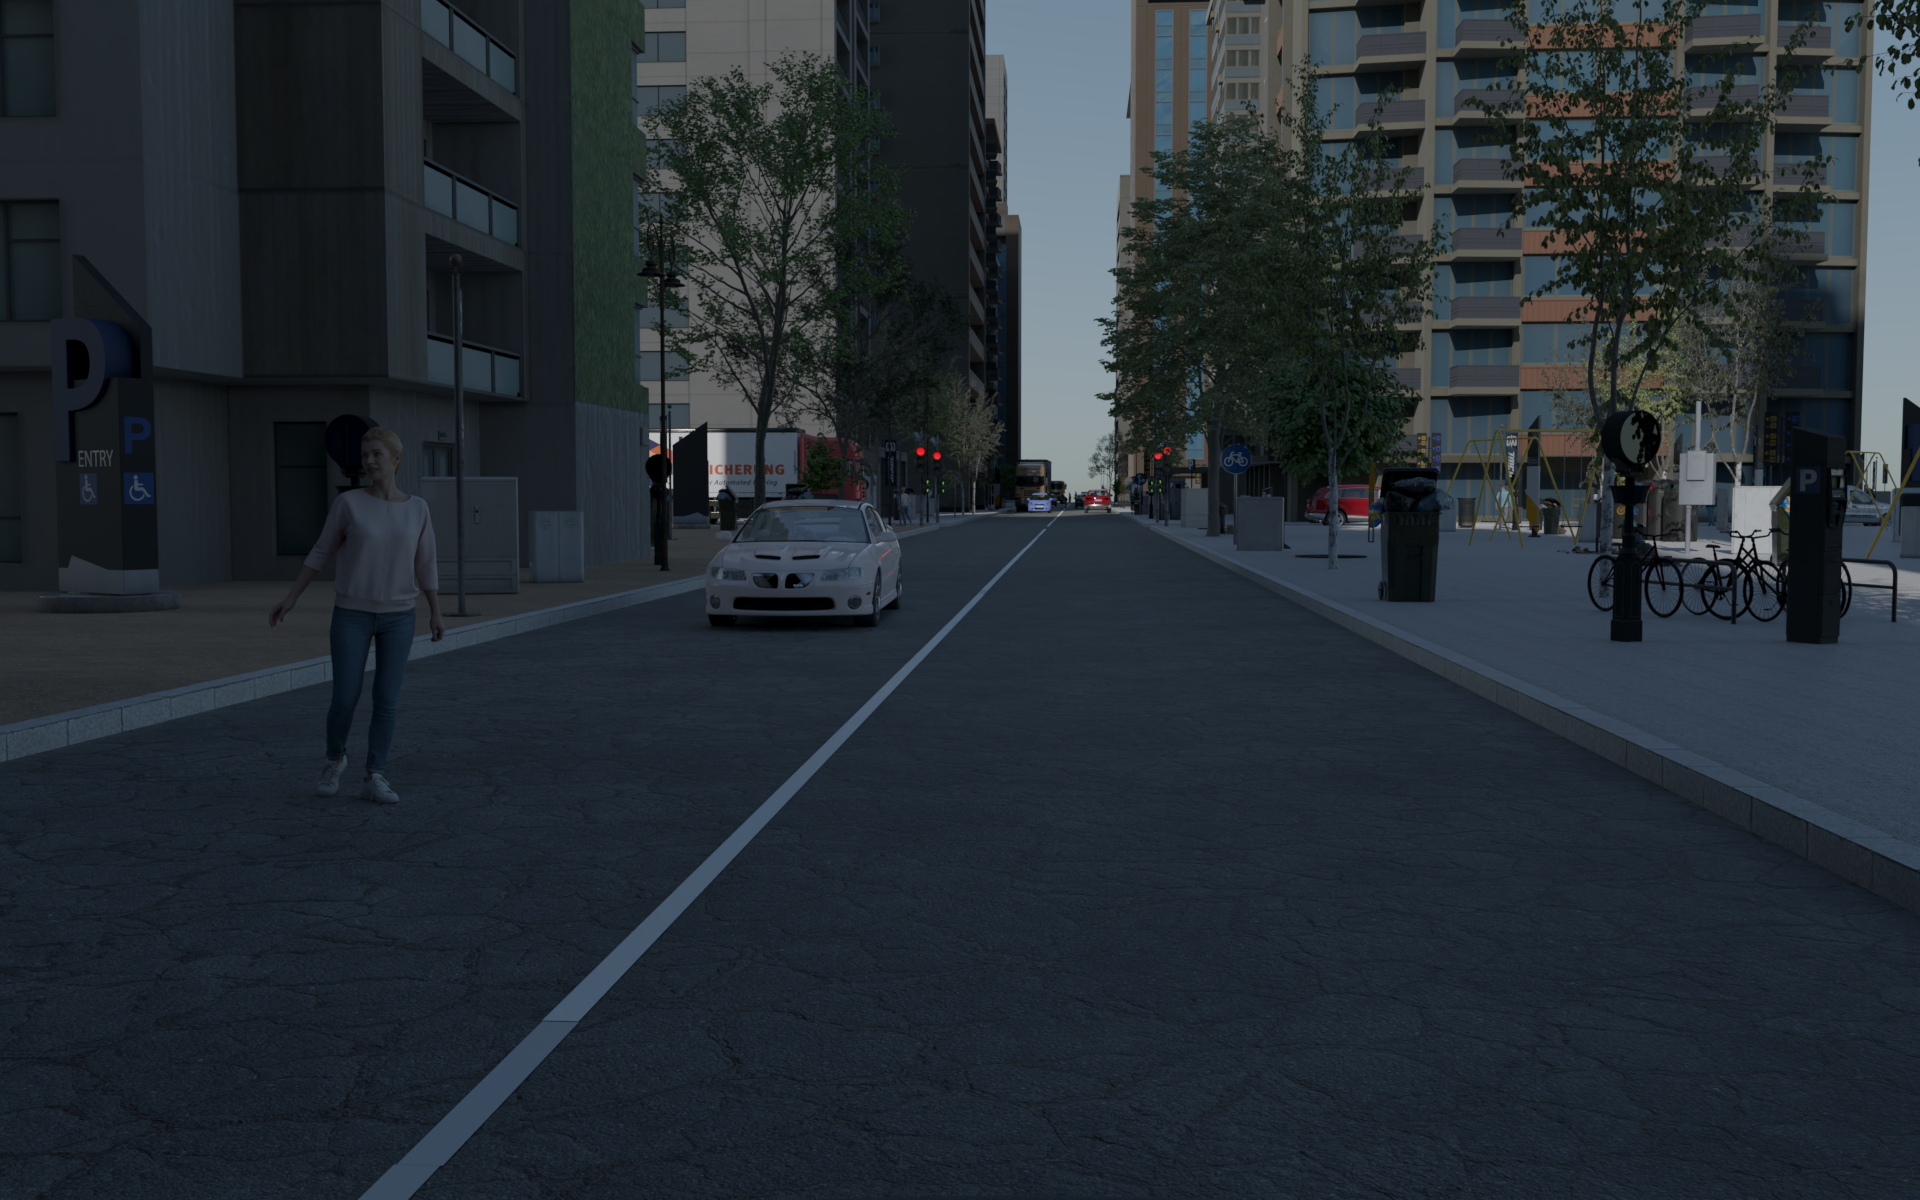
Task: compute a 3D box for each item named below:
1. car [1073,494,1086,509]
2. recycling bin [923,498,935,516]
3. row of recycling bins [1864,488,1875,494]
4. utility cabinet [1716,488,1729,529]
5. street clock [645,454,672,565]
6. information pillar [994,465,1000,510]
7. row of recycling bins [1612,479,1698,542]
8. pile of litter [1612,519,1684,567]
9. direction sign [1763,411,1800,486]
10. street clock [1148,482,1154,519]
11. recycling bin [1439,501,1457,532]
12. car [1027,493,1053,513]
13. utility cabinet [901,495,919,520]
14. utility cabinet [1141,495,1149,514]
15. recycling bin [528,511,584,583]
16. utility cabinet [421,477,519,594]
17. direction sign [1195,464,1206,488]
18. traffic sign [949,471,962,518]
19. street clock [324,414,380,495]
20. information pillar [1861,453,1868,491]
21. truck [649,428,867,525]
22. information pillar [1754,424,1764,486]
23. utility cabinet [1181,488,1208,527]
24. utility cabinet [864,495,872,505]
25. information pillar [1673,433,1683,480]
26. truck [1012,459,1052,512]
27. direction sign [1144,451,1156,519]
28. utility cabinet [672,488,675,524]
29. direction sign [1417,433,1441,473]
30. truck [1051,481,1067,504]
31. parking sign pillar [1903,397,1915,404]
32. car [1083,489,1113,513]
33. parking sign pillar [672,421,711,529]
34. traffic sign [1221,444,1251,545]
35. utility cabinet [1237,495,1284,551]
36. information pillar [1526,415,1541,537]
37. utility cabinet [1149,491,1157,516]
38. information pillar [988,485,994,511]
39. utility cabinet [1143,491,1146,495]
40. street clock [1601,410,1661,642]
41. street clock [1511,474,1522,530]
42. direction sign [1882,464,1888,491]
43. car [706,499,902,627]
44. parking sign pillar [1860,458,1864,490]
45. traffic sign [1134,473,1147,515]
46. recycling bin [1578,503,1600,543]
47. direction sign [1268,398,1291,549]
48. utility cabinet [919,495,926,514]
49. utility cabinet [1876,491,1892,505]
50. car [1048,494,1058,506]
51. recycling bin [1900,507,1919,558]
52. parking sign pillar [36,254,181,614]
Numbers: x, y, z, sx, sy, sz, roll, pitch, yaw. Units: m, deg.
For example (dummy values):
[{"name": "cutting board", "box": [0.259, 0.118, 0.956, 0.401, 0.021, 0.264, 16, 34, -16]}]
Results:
[{"name": "car", "box": [12.270, -9.754, 171.272, 2.131, 1.459, 4.920, 0, 4, 4]}, {"name": "recycling bin", "box": [-1.907, -5.385, 100.595, 0.722, 1.027, 0.722, -1, 4, -18]}, {"name": "row of recycling bins", "box": [62.855, -7.087, 122.984, 3.534, 1.692, 1.069, 2, 4, 25]}, {"name": "utility cabinet", "box": [27.435, -3.279, 62.293, 0.318, 1.500, 1.173, 2, 4, 28]}, {"name": "street clock", "box": [-5.427, -1.631, 31.230, 0.471, 2.002, 0.358, -1, 4, -12]}, {"name": "information pillar", "box": [3.010, -9.130, 140.622, 0.504, 3.616, 0.183, 3, 5, 45]}, {"name": "row of recycling bins", "box": [19.300, -2.506, 48.080, 1.069, 1.692, 3.534, 0, 4, -8]}, {"name": "pile of litter", "box": [12.351, -1.062, 31.329, 1.176, 0.858, 1.719, 0, 4, -6]}, {"name": "direction sign", "box": [22.584, -3.406, 47.685, 0.876, 3.537, 0.379, 2, 4, 28]}, {"name": "street clock", "box": [9.925, -5.218, 89.890, 0.358, 2.002, 0.471, 2, 4, 26]}, {"name": "recycling bin", "box": [16.551, -2.859, 59.297, 0.722, 1.027, 0.722, 0, 4, 1]}, {"name": "car", "box": [6.013, -7.387, 130.370, 1.945, 1.707, 3.694, 0, 4, 4]}, {"name": "utility cabinet", "box": [-2.619, -4.613, 86.584, 0.306, 1.237, 1.020, -3, 4, -37]}, {"name": "utility cabinet", "box": [11.547, -5.982, 108.973, 1.020, 1.237, 0.306, -2, 4, -28]}, {"name": "recycling bin", "box": [-5.894, -0.778, 25.272, 0.722, 1.027, 0.722, -1, 4, -19]}, {"name": "utility cabinet", "box": [-6.260, -0.824, 22.150, 1.173, 1.500, 0.318, -1, 4, -11]}, {"name": "direction sign", "box": [18.325, -8.553, 131.830, 0.876, 3.537, 0.379, 2, 4, 29]}, {"name": "traffic sign", "box": [-0.278, -5.783, 94.661, 0.768, 2.556, 0.104, 0, 4, 5]}, {"name": "street clock", "box": [-5.522, -0.689, 15.837, 0.471, 2.002, 0.358, 1, 4, 9]}, {"name": "information pillar", "box": [49.542, -6.361, 95.364, 0.504, 3.616, 0.183, 0, 4, -7]}, {"name": "truck", "box": [-9.039, -5.223, 74.311, 11.283, 4.237, 2.839, 0, 4, 3]}, {"name": "information pillar", "box": [26.946, -4.103, 58.440, 0.504, 3.616, 0.183, -3, 5, -44]}, {"name": "utility cabinet", "box": [9.061, -3.550, 66.719, 1.173, 1.500, 0.318, -2, 4, -30]}, {"name": "utility cabinet", "box": [-4.937, -4.663, 87.395, 1.020, 1.237, 0.306, -3, 4, -37]}, {"name": "information pillar", "box": [27.673, -4.614, 66.786, 0.183, 3.616, 0.504, -1, 4, -8]}, {"name": "truck", "box": [6.005, -9.347, 141.733, 2.839, 4.237, 11.283, 0, 4, 6]}, {"name": "direction sign", "box": [10.034, -6.030, 90.579, 0.876, 3.537, 0.379, -1, 4, -10]}, {"name": "utility cabinet", "box": [-10.925, -3.633, 68.075, 0.318, 1.500, 1.173, 1, 4, 18]}, {"name": "direction sign", "box": [17.328, -4.408, 64.060, 0.876, 3.537, 0.379, 0, 4, 3]}, {"name": "truck", "box": [13.863, -15.622, 251.341, 3.469, 3.379, 9.791, 0, 4, 5]}, {"name": "parking sign pillar", "box": [26.988, -3.659, 48.303, 1.447, 3.967, 1.447, 0, 4, -1]}, {"name": "car", "box": [10.380, -7.451, 130.503, 2.281, 1.827, 5.304, 0, 4, 4]}, {"name": "parking sign pillar", "box": [-9.994, -4.638, 64.302, 1.447, 3.967, 1.447, 0, 4, -1]}, {"name": "traffic sign", "box": [6.984, -2.679, 43.907, 0.768, 2.556, 0.104, 0, 4, 8]}, {"name": "utility cabinet", "box": [6.787, -1.712, 39.145, 1.020, 1.237, 0.306, 1, 4, 17]}, {"name": "information pillar", "box": [17.041, -3.675, 51.436, 0.183, 3.616, 0.504, -1, 4, -22]}, {"name": "utility cabinet", "box": [11.367, -5.685, 101.635, 0.318, 1.500, 1.173, 0, 4, -8]}, {"name": "information pillar", "box": [2.367, -8.093, 136.810, 0.304, 2.012, 0.304, 0, 4, 2]}, {"name": "utility cabinet", "box": [12.651, -6.853, 120.722, 0.318, 1.500, 1.173, -3, 5, -39]}, {"name": "street clock", "box": [5.814, -0.641, 15.054, 0.471, 2.002, 0.358, -2, 4, -23]}, {"name": "street clock", "box": [19.607, -3.457, 61.095, 0.358, 2.002, 0.471, 0, 4, -2]}, {"name": "direction sign", "box": [69.317, -8.429, 129.811, 0.876, 3.537, 0.379, -3, 5, -40]}, {"name": "car", "box": [-1.727, -0.484, 20.276, 2.083, 1.381, 4.827, 0, 4, 3]}, {"name": "parking sign pillar", "box": [48.597, -6.473, 94.306, 1.447, 3.967, 1.447, 0, 4, -5]}, {"name": "traffic sign", "box": [10.830, -6.358, 104.058, 0.768, 2.556, 0.104, 0, 4, 4]}, {"name": "recycling bin", "box": [16.888, -2.055, 46.147, 0.722, 1.027, 0.722, 2, 4, 24]}, {"name": "direction sign", "box": [7.574, -2.968, 40.529, 0.379, 3.537, 0.876, -3, 5, -43]}, {"name": "utility cabinet", "box": [-2.733, -6.186, 112.298, 1.020, 1.237, 0.306, 0, 4, -3]}, {"name": "utility cabinet", "box": [65.958, -7.047, 123.895, 1.173, 1.500, 0.318, 3, 5, 42]}, {"name": "car", "box": [10.534, -11.877, 203.975, 2.009, 1.686, 4.222, 0, 4, 2]}, {"name": "recycling bin", "box": [19.407, -1.358, 34.765, 0.722, 1.027, 0.722, -2, 4, -34]}, {"name": "parking sign pillar", "box": [-9.469, -1.877, 19.158, 1.447, 3.967, 1.447, 2, 4, 34]}]
